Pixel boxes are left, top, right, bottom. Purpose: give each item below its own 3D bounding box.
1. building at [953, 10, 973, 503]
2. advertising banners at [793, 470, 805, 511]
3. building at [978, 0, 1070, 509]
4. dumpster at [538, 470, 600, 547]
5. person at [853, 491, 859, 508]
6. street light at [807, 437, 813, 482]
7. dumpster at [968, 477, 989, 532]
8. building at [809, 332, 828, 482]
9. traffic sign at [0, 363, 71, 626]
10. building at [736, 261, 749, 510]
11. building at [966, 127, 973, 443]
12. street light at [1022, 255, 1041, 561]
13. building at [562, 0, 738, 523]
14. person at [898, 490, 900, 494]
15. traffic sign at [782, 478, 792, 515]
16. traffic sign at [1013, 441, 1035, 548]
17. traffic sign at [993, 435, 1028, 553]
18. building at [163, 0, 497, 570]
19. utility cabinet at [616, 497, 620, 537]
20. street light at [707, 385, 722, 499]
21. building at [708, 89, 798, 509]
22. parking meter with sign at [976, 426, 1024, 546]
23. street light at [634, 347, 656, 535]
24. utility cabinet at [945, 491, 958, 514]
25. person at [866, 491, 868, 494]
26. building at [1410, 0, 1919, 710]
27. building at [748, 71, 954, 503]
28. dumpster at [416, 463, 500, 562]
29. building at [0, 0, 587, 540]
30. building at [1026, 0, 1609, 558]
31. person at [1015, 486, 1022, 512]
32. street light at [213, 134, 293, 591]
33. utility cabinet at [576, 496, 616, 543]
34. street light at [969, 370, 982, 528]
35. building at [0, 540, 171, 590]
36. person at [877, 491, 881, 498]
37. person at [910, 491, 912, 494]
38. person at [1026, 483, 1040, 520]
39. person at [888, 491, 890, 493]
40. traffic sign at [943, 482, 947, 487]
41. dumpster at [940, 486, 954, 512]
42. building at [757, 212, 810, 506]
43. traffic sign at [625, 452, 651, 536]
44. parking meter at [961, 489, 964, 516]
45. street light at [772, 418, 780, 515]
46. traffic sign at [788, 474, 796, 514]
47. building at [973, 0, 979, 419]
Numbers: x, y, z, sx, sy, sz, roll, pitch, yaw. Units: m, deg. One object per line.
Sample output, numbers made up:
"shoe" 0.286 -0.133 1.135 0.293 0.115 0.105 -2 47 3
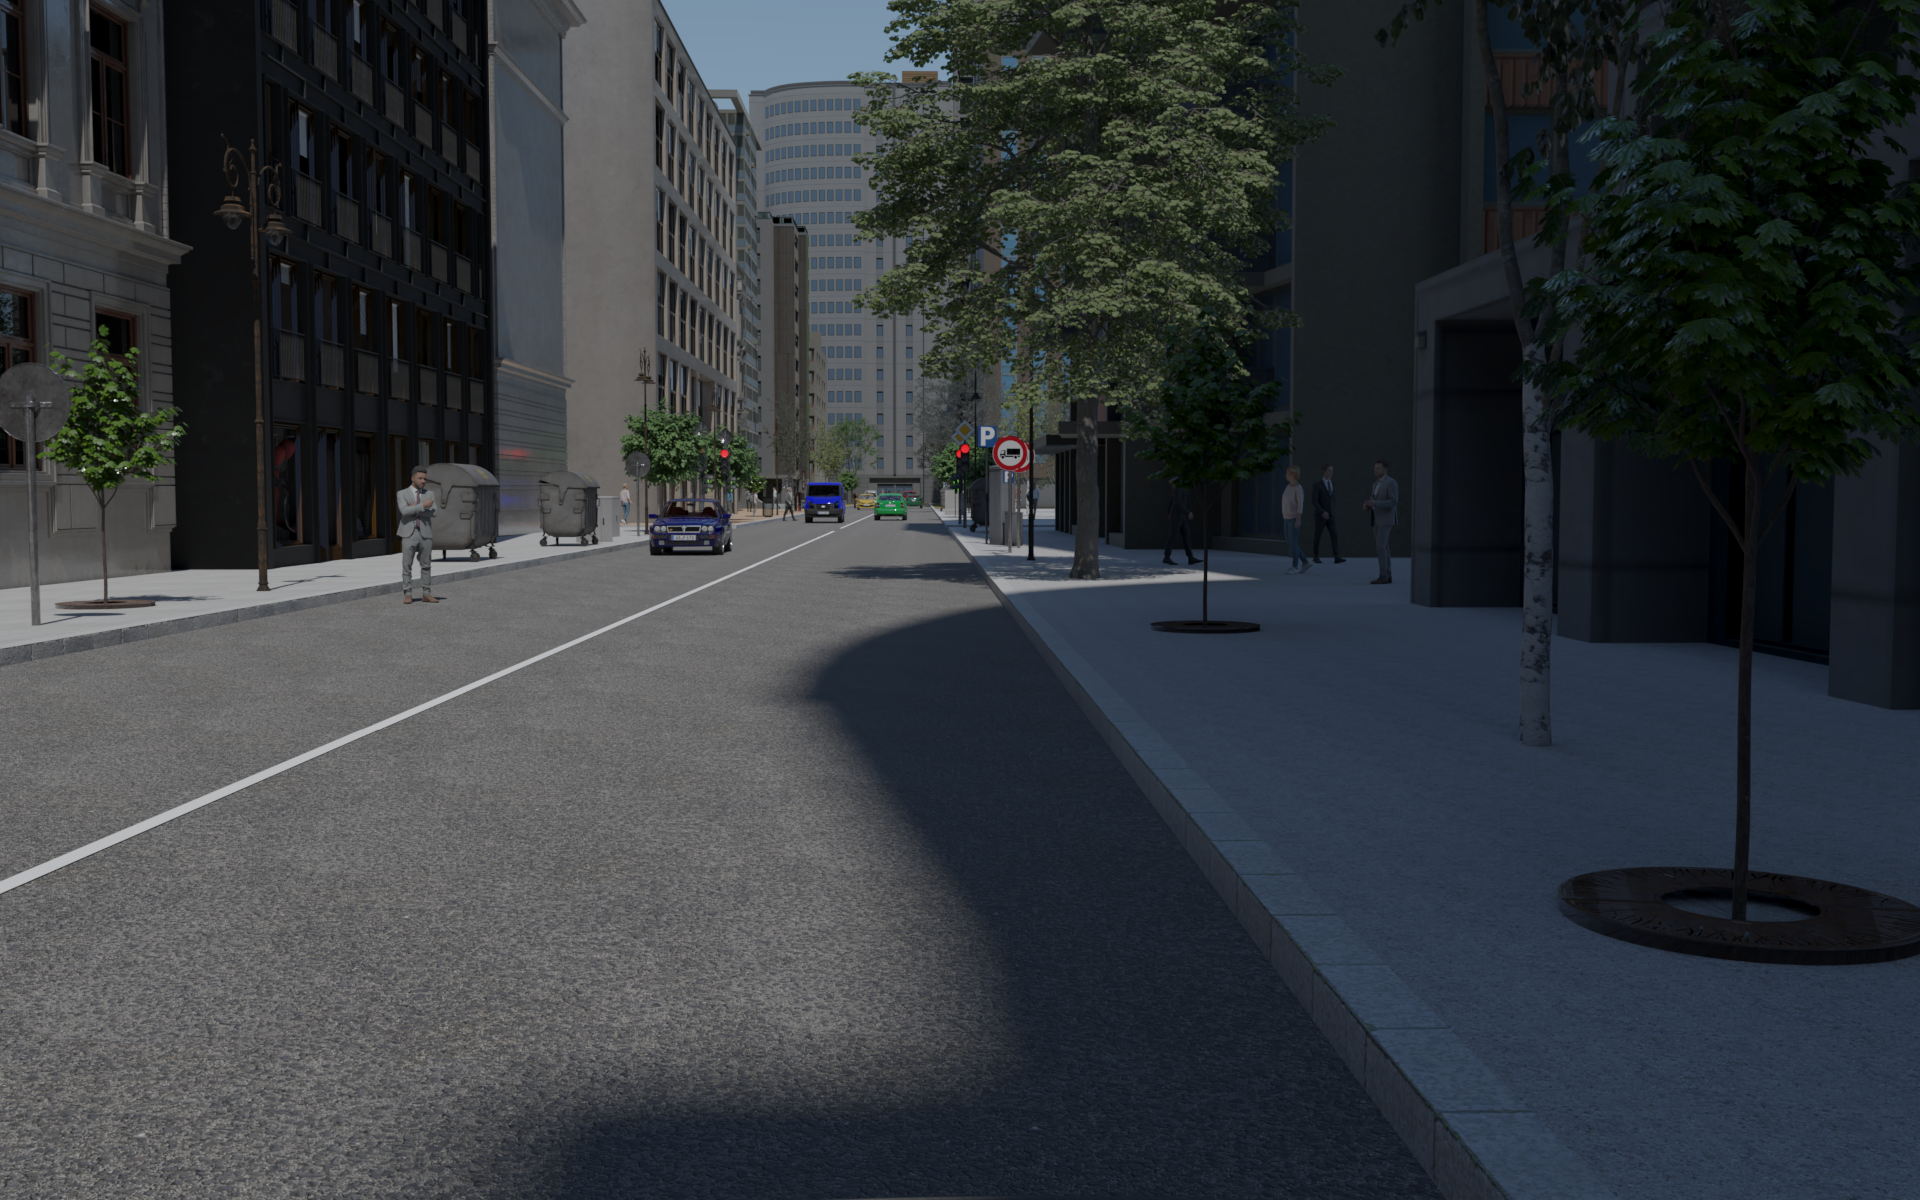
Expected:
"building" 9.312 -49.270 243.823 20.611 71.187 20.563 0 4 -1
"advertising banners" -11.891 -8.078 128.256 0.090 3.025 2.074 -2 4 -29
"building" 8.794 -30.907 155.435 14.600 45.320 14.200 0 4 -1
"dumpster" -9.692 -2.272 42.903 1.264 1.857 1.865 0 4 -1
"person" -10.466 -10.090 173.998 0.721 1.766 1.217 -2 4 -31
"street light" -11.886 -10.028 136.741 0.468 5.910 1.993 0 4 -1
"dumpster" 0.935 -3.233 58.619 1.264 1.857 1.865 0 4 -1
"building" -31.035 -22.120 206.703 28.899 21.520 27.650 0 4 -1
"traffic sign" -9.020 -1.023 16.832 0.768 2.556 0.104 0 4 1
"building" -22.899 -18.825 126.871 14.460 24.649 34.723 0 4 -1
"building" 12.078 -35.865 205.993 23.786 49.044 30.456 0 4 -1
"street light" 1.375 -3.703 33.329 0.468 5.910 1.993 0 4 -1
"building" -23.347 -17.609 92.425 19.350 26.468 34.151 0 4 -1
"person" -6.253 -10.431 178.980 0.705 1.831 1.348 1 4 9
"traffic sign" -10.829 -6.504 108.476 0.606 2.300 0.079 0 4 3
"traffic sign" 1.394 -2.502 41.018 0.768 2.556 0.104 0 4 3
"traffic sign" 1.092 -2.300 37.706 0.768 2.556 0.104 0 4 0
"building" -18.042 -12.642 36.381 12.332 23.373 15.834 0 4 -1
"utility cabinet" -10.444 -2.483 51.758 0.306 1.237 1.020 0 4 6
"street light" -10.398 -6.159 73.495 0.468 5.910 1.993 0 4 -1
"building" -31.542 -28.598 159.454 32.217 40.220 23.993 0 4 -1
"parking meter with sign" 1.046 -2.887 43.461 0.543 3.016 1.738 -2 4 -26
"street light" -9.914 -5.007 54.644 0.468 5.910 1.993 0 4 -1
"utility cabinet" -0.348 -6.070 107.925 1.173 1.500 0.318 0 4 -3
"person" -9.919 -10.831 186.305 0.721 1.735 1.217 2 4 27
"building" 15.732 -34.857 8.165 20.563 71.187 20.611 0 4 -1
"building" -15.110 -42.960 244.399 28.212 58.520 21.231 0 4 -1
"dumpster" -9.642 -1.677 33.179 1.264 1.857 1.865 0 4 -1
"building" -23.698 -13.448 56.026 21.152 22.565 11.583 0 4 -1
"building" 13.236 -24.013 47.240 22.147 44.769 28.867 0 4 -1
"person" 3.924 -6.831 117.702 0.580 1.828 0.573 -1 4 -14
"street light" -9.214 -3.055 22.736 0.468 5.910 1.993 0 4 -1
"utility cabinet" -9.711 -2.132 46.014 0.306 1.237 1.020 3 4 39
"street light" 0.581 -5.637 64.950 0.468 5.910 1.993 0 4 -1
"building" -17.700 -11.119 17.950 11.583 22.565 21.152 0 4 -1
"person" -8.699 -11.013 189.285 0.721 1.735 1.217 2 4 33
"person" -5.709 -11.563 198.242 0.721 1.739 1.217 0 4 7
"person" 3.656 -4.929 86.731 0.679 1.850 0.850 0 4 6
"person" -8.966 -12.958 219.989 0.705 1.869 1.348 3 5 44
"traffic sign" -1.092 -8.567 142.208 0.606 2.300 0.079 0 4 6
"dumpster" -0.860 -7.414 126.976 1.264 1.857 1.865 0 4 -1
"building" -23.020 -24.909 178.964 14.160 30.474 14.107 0 4 -1
"traffic sign" -9.738 -3.196 52.361 0.768 2.556 0.104 0 4 2
"parking meter" 0.155 -5.949 102.972 0.399 1.863 0.255 -3 5 -39
"street light" -11.106 -8.094 105.119 0.468 5.910 1.993 0 4 -1
"traffic sign" -11.173 -6.950 113.630 0.884 2.594 0.081 0 4 8
"building" 11.827 -38.794 176.273 21.231 58.520 28.212 0 4 -1
